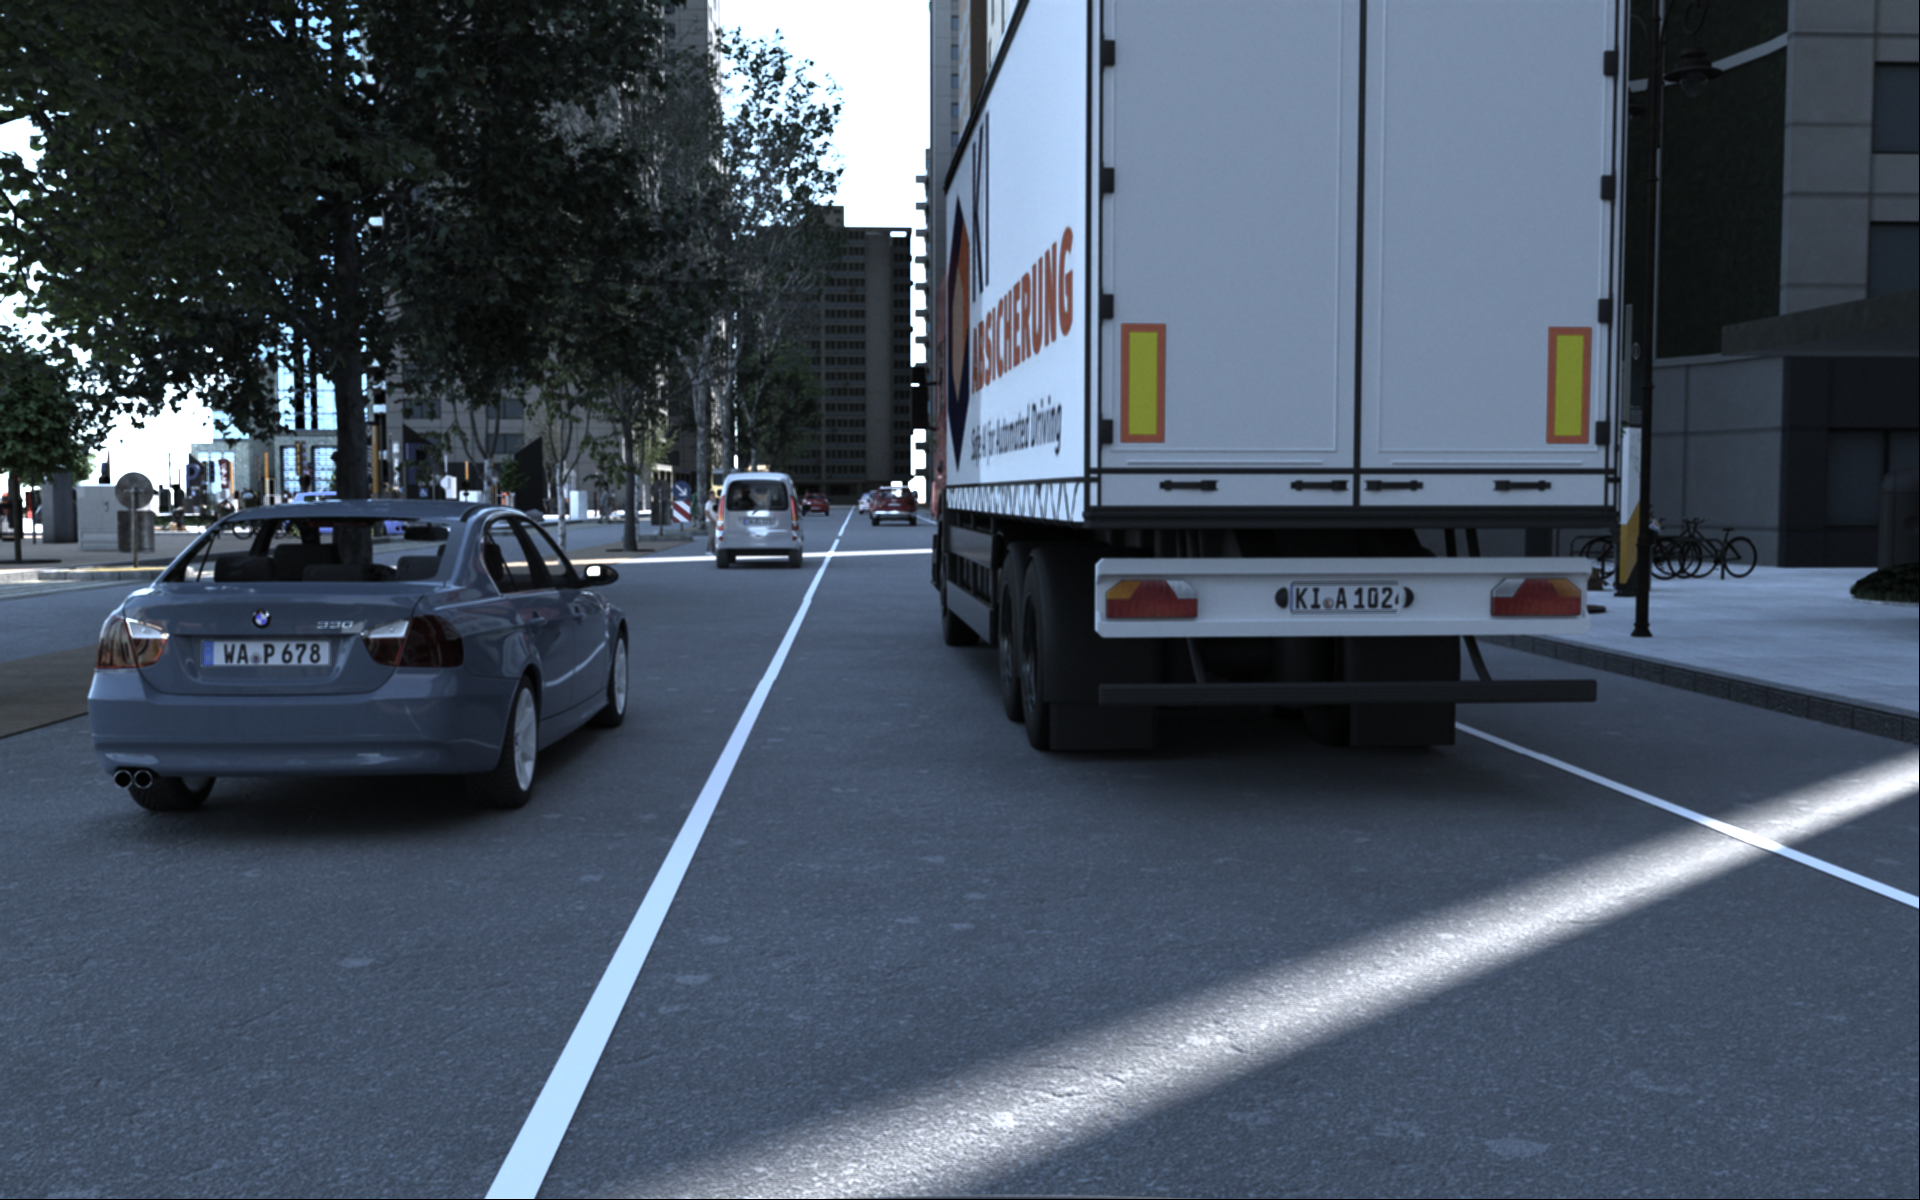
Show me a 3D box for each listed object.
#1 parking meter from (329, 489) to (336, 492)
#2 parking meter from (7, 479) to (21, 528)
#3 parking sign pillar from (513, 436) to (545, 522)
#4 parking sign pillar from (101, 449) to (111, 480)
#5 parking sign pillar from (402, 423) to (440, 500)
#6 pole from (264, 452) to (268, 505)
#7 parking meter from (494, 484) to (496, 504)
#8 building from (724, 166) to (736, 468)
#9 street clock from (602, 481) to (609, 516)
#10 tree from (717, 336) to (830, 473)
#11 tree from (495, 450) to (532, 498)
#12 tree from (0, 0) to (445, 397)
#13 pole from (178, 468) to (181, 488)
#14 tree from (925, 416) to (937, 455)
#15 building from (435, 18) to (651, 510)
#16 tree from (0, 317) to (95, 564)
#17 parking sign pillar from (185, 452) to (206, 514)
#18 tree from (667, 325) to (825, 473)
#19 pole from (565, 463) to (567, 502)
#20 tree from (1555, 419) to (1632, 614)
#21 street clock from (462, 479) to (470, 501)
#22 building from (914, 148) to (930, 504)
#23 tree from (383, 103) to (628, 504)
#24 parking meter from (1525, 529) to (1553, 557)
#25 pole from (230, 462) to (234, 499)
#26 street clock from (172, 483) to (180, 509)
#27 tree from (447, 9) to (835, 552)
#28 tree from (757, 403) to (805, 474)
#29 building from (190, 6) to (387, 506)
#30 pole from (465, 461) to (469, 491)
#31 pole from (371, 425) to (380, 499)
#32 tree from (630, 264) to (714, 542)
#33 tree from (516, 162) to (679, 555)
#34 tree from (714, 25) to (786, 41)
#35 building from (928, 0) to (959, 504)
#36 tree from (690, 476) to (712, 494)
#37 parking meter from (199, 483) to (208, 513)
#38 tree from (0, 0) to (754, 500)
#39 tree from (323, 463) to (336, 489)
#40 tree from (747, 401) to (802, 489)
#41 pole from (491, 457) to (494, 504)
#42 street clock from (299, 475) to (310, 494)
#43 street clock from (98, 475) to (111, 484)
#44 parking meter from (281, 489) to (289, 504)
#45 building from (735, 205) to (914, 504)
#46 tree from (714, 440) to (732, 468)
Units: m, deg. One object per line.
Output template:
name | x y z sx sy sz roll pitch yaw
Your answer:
parking meter | -30.538 -4.646 84.371 0.372 1.533 0.369 0 3 0
parking meter | -35.335 -3.609 64.725 0.255 1.863 0.399 2 4 31
parking sign pillar | -19.883 -5.578 79.665 1.447 3.967 1.447 -2 4 -27
parking sign pillar | -51.298 -7.071 104.083 1.447 3.967 1.447 -1 4 -21
parking sign pillar | -20.590 -4.753 66.188 1.447 3.967 1.447 -3 4 -37
pole | -33.756 -5.534 84.316 0.158 3.312 0.155 0 3 0
parking meter | -26.178 -5.624 97.657 0.255 1.863 0.399 3 5 39
building | -36.918 -35.203 225.685 14.200 45.320 14.600 0 4 -3
street clock | -20.359 -5.786 99.166 0.358 2.002 0.471 2 4 32
tree | -12.107 -11.209 111.476 9.928 11.665 9.643 0 3 0
tree | -19.842 -5.031 76.857 1.663 3.219 1.824 0 3 0
tree | -7.122 -5.584 11.890 7.486 12.596 7.792 0 3 0
pole | -60.017 -8.524 133.206 0.158 3.312 0.155 0 3 0
tree | -0.715 -11.664 141.076 4.737 8.622 4.395 0 3 0
building | -36.509 -44.378 163.834 20.563 71.187 20.611 0 4 -3
tree | -17.548 -2.973 32.317 4.285 4.588 4.351 0 3 0
parking sign pillar | -49.044 -7.501 111.120 1.447 3.967 1.447 1 4 21
tree | -11.150 -9.351 89.766 8.767 10.594 7.601 0 4 -3
pole | -26.041 -7.373 114.395 0.158 3.312 0.155 0 3 0
tree | 6.677 -1.493 19.008 1.663 3.219 1.824 0 3 0
street clock | -24.269 -4.927 85.130 0.358 2.002 0.471 -3 5 -44
building | 9.050 -37.517 233.009 30.456 49.044 23.786 0 4 -3
tree | -7.974 -4.666 29.114 4.360 8.622 3.978 0 3 0
parking meter | 8.886 -1.273 26.523 0.399 1.863 0.255 2 4 35
pole | -47.800 -7.300 113.204 0.158 3.312 0.155 0 3 0
street clock | -53.432 -6.939 118.016 0.471 2.002 0.358 -3 5 -45
tree | -8.174 -7.936 42.584 12.009 13.543 11.850 0 3 0
tree | -12.604 -10.151 118.781 4.360 8.622 3.978 0 3 0
building | -81.282 -55.862 226.008 31.000 86.520 22.319 0 4 -3
pole | -30.460 -6.922 107.024 0.158 3.312 0.155 0 3 0
pole | -17.349 -3.524 51.459 0.158 3.312 0.155 0 3 0
tree | -9.541 -6.001 50.937 4.360 8.622 3.978 0 3 0
tree | -7.928 -4.982 34.276 4.737 8.622 4.395 0 3 0
tree | -11.087 -12.713 66.203 12.611 20.169 13.585 0 3 0
building | 7.015 -40.061 196.994 21.231 58.520 28.212 0 4 -3
tree | -24.466 -10.214 161.606 1.663 3.219 1.824 0 3 0
parking meter | -41.635 -5.483 95.358 0.399 1.863 0.255 -3 5 -42
tree | -7.510 -6.220 21.163 9.611 12.733 9.660 0 3 0
tree | -32.835 -5.921 91.404 1.663 3.219 1.824 0 3 0
tree | -13.253 -10.452 123.704 4.737 8.622 4.395 0 3 0
pole | -24.314 -5.879 89.969 0.158 3.312 0.155 0 3 0
street clock | -24.310 -3.653 64.290 0.358 2.002 0.471 0 4 6
street clock | -33.293 -3.844 67.426 0.358 2.002 0.471 1 4 9
parking meter | -33.640 -4.768 86.372 0.372 1.533 0.369 0 3 0
building | -18.345 -33.247 235.464 23.993 40.220 32.217 0 4 -3
tree | -26.472 -14.465 186.868 4.360 8.622 3.978 0 3 0
